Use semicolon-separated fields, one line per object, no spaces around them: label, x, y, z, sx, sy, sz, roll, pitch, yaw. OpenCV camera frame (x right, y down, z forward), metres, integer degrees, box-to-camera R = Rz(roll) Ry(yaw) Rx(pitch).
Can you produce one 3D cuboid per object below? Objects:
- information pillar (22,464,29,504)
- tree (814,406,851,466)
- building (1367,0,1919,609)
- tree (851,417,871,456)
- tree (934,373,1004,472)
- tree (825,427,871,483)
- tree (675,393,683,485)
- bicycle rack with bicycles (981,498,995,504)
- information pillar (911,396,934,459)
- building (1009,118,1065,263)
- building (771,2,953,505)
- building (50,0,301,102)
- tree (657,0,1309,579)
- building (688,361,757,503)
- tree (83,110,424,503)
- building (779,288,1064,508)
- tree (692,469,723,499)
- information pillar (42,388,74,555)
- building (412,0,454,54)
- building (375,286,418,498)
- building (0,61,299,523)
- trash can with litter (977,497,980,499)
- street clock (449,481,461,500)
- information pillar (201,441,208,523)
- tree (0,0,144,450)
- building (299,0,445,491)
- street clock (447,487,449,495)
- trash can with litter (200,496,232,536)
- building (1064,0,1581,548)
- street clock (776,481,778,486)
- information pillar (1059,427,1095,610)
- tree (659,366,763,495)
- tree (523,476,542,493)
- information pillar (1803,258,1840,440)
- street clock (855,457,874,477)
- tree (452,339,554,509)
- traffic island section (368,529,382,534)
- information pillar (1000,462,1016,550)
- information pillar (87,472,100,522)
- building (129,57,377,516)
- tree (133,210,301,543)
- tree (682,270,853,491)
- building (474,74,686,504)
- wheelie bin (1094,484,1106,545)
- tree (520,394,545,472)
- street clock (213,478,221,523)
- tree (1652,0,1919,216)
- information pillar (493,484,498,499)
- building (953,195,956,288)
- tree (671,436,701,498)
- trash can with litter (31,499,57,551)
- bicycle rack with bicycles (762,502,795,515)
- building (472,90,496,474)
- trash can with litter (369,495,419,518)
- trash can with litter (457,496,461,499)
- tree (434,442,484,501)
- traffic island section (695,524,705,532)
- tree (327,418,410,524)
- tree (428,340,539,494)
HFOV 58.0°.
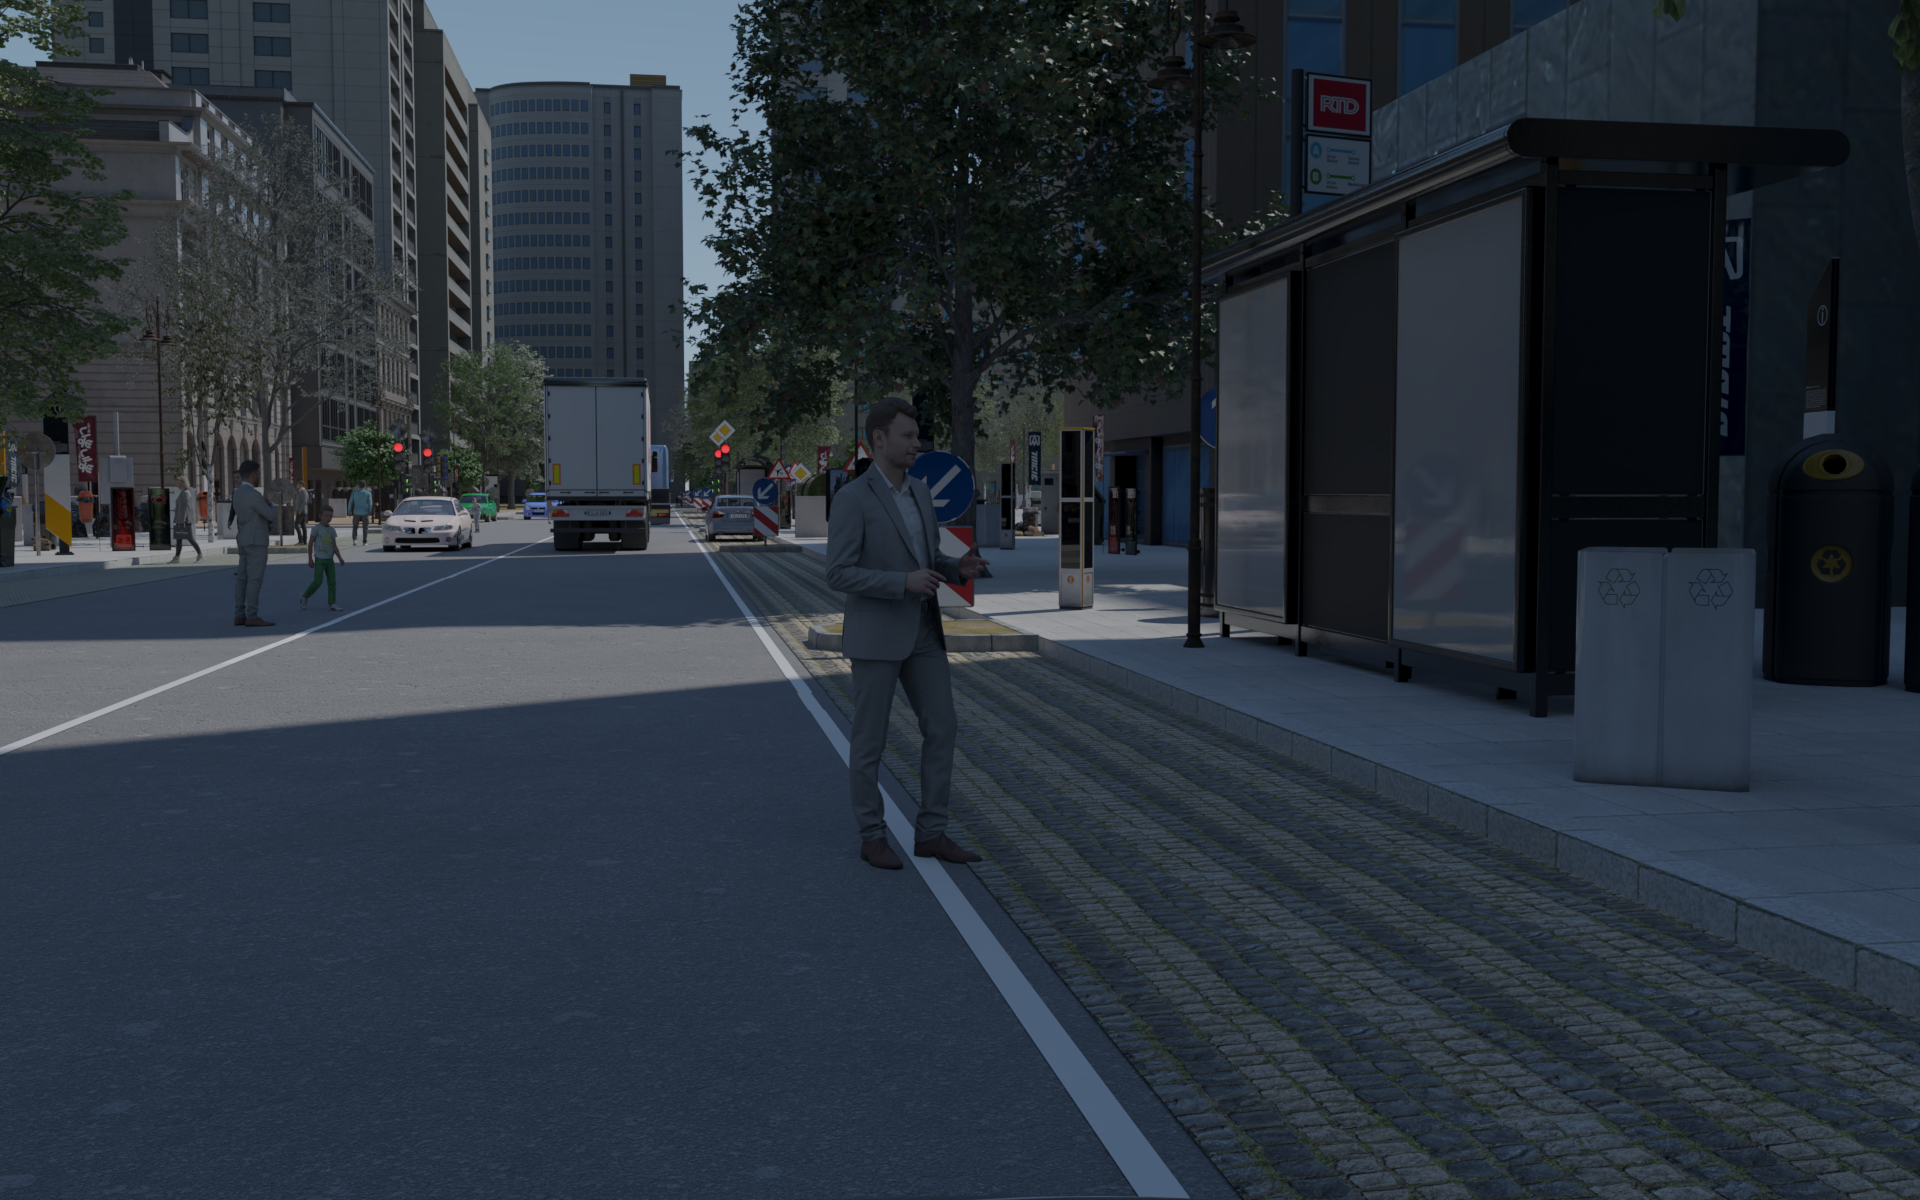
information pillar;-39.256;-4.977;72.723;0.183;3.616;0.504;-3;5;-44
tree;-10.194;-11.638;140.650;4.360;8.622;3.978;0;3;0
building;20.569;-42.874;13.658;22.319;86.520;31.000;-1;4;-10
tree;-5.285;-10.867;128.032;4.360;8.622;3.978;0;3;0
tree;0.281;-13.782;143.465;7.486;12.596;7.792;0;3;0
tree;-3.129;-3.375;49.782;1.663;3.219;1.824;0;3;0
tree;-14.082;-11.732;109.945;7.486;12.596;7.792;0;3;0
bicycle rack with bicycles;3.139;-8.375;150.312;2.852;0.926;2.925;0;4;-7
information pillar;-0.738;-2.655;34.756;0.504;3.616;0.183;-1;4;-21
building;14.987;-36.038;212.916;21.600;48.544;21.300;-1;4;-10
building;-11.550;-40.439;203.169;21.231;58.520;28.212;-1;4;-10
building;-86.998;-46.247;194.389;20.611;71.187;20.563;-1;4;-10
tree;0.110;-6.686;26.332;9.611;12.733;9.660;0;3;0
building;-25.118;-25.037;254.398;28.899;21.520;27.650;-1;4;-10
tree;-21.954;-8.837;54.862;12.009;13.543;11.850;0;3;0
building;-3.722;-20.285;176.705;27.650;21.520;28.899;-1;4;-10
tree;-24.169;-11.236;167.415;4.285;4.588;4.351;0;3;0
information pillar;-18.871;-2.744;36.214;0.504;3.616;0.183;-3;4;-36
building;-61.009;-33.598;173.035;21.300;48.544;21.600;-1;4;-10
building;-48.179;-16.399;132.745;10.561;19.102;19.286;-1;4;-10
building;-42.476;-15.020;87.372;13.314;21.916;24.055;-1;4;-10
trash can with litter;0.648;-6.256;113.337;2.233;1.210;1.678;0;4;6
street clock;-27.821;-5.577;95.748;0.358;2.002;0.471;1;4;19
information pillar;-33.223;-5.188;76.182;0.183;3.616;0.504;0;4;-8
tree;-17.879;-6.743;28.375;7.486;12.596;7.792;0;3;0
building;-56.627;-43.615;151.350;20.563;71.187;20.611;-1;4;-10
street clock;-39.870;-7.990;135.214;0.358;2.002;0.471;0;4;5
trash can with litter;-22.186;-2.587;53.353;2.233;1.210;1.678;-1;4;-22
building;11.085;-24.108;44.282;14.600;45.320;14.200;-1;4;-10
street clock;-9.138;-5.136;88.544;0.471;2.002;0.358;-1;4;-21
information pillar;1.295;-0.903;19.259;0.304;2.012;0.304;2;4;29
tree;-18.015;-13.682;134.063;12.009;13.543;11.850;0;3;0
tree;-39.627;-10.105;159.818;1.663;3.219;1.824;0;3;0
information pillar;8.669;-1.597;17.474;0.183;3.616;0.504;0;4;0
street clock;-1.838;-1.823;34.381;0.471;2.002;0.358;0;4;4
tree;-37.394;-14.517;144.001;9.857;13.997;8.962;0;3;0
traffic island section;-20.584;-2.534;63.710;2.009;0.180;2.903;-1;4;-10
information pillar;1.100;-2.170;39.976;0.304;2.012;0.304;1;4;15
information pillar;-29.262;-3.303;58.498;0.304;2.012;0.304;3;5;45
building;-46.440;-19.410;110.854;14.314;27.812;24.014;-1;4;-10
tree;-19.784;-5.835;45.772;4.360;8.622;3.978;0;3;0
tree;-8.454;-9.969;81.118;7.486;12.596;7.792;0;3;0
building;-53.375;-42.989;244.874;28.212;58.520;21.231;-1;4;-10
wheelie bin;3.324;-2.193;43.771;0.693;1.594;0.980;1;4;9
tree;-44.528;-17.024;188.718;12.009;13.543;11.850;0;3;0
street clock;-33.438;-4.490;77.975;0.358;2.002;0.471;-1;4;-21
tree;3.436;-3.396;5.893;4.737;8.622;4.395;0;3;0
information pillar;-33.199;-7.311;124.020;0.304;2.012;0.304;0;4;3
building;-2.066;-36.736;250.745;14.200;45.320;14.600;-1;4;-10
tree;-31.705;-16.816;209.346;8.767;10.594;7.601;3;5;40
trash can with litter;-20.767;-1.712;39.375;0.624;1.170;1.055;-1;4;-23
bicycle rack with bicycles;-8.340;-4.017;79.062;2.852;0.926;2.925;-1;4;-15
building;-65.170;-35.129;198.053;21.600;48.544;21.300;-1;4;-10
trash can with litter;-30.697;-5.027;93.244;2.233;1.210;1.678;1;4;8
trash can with litter;-32.502;-6.216;113.024;0.624;1.170;1.055;-1;4;-21
tree;-31.551;-7.678;109.254;4.285;4.588;4.351;0;3;0
traffic island section;-10.213;-3.137;73.579;2.009;0.180;2.903;-1;4;-10
tree;-25.385;-5.552;74.492;4.285;4.588;4.351;0;3;0
tree;-31.955;-11.657;116.346;9.928;11.665;9.643;0;3;0
